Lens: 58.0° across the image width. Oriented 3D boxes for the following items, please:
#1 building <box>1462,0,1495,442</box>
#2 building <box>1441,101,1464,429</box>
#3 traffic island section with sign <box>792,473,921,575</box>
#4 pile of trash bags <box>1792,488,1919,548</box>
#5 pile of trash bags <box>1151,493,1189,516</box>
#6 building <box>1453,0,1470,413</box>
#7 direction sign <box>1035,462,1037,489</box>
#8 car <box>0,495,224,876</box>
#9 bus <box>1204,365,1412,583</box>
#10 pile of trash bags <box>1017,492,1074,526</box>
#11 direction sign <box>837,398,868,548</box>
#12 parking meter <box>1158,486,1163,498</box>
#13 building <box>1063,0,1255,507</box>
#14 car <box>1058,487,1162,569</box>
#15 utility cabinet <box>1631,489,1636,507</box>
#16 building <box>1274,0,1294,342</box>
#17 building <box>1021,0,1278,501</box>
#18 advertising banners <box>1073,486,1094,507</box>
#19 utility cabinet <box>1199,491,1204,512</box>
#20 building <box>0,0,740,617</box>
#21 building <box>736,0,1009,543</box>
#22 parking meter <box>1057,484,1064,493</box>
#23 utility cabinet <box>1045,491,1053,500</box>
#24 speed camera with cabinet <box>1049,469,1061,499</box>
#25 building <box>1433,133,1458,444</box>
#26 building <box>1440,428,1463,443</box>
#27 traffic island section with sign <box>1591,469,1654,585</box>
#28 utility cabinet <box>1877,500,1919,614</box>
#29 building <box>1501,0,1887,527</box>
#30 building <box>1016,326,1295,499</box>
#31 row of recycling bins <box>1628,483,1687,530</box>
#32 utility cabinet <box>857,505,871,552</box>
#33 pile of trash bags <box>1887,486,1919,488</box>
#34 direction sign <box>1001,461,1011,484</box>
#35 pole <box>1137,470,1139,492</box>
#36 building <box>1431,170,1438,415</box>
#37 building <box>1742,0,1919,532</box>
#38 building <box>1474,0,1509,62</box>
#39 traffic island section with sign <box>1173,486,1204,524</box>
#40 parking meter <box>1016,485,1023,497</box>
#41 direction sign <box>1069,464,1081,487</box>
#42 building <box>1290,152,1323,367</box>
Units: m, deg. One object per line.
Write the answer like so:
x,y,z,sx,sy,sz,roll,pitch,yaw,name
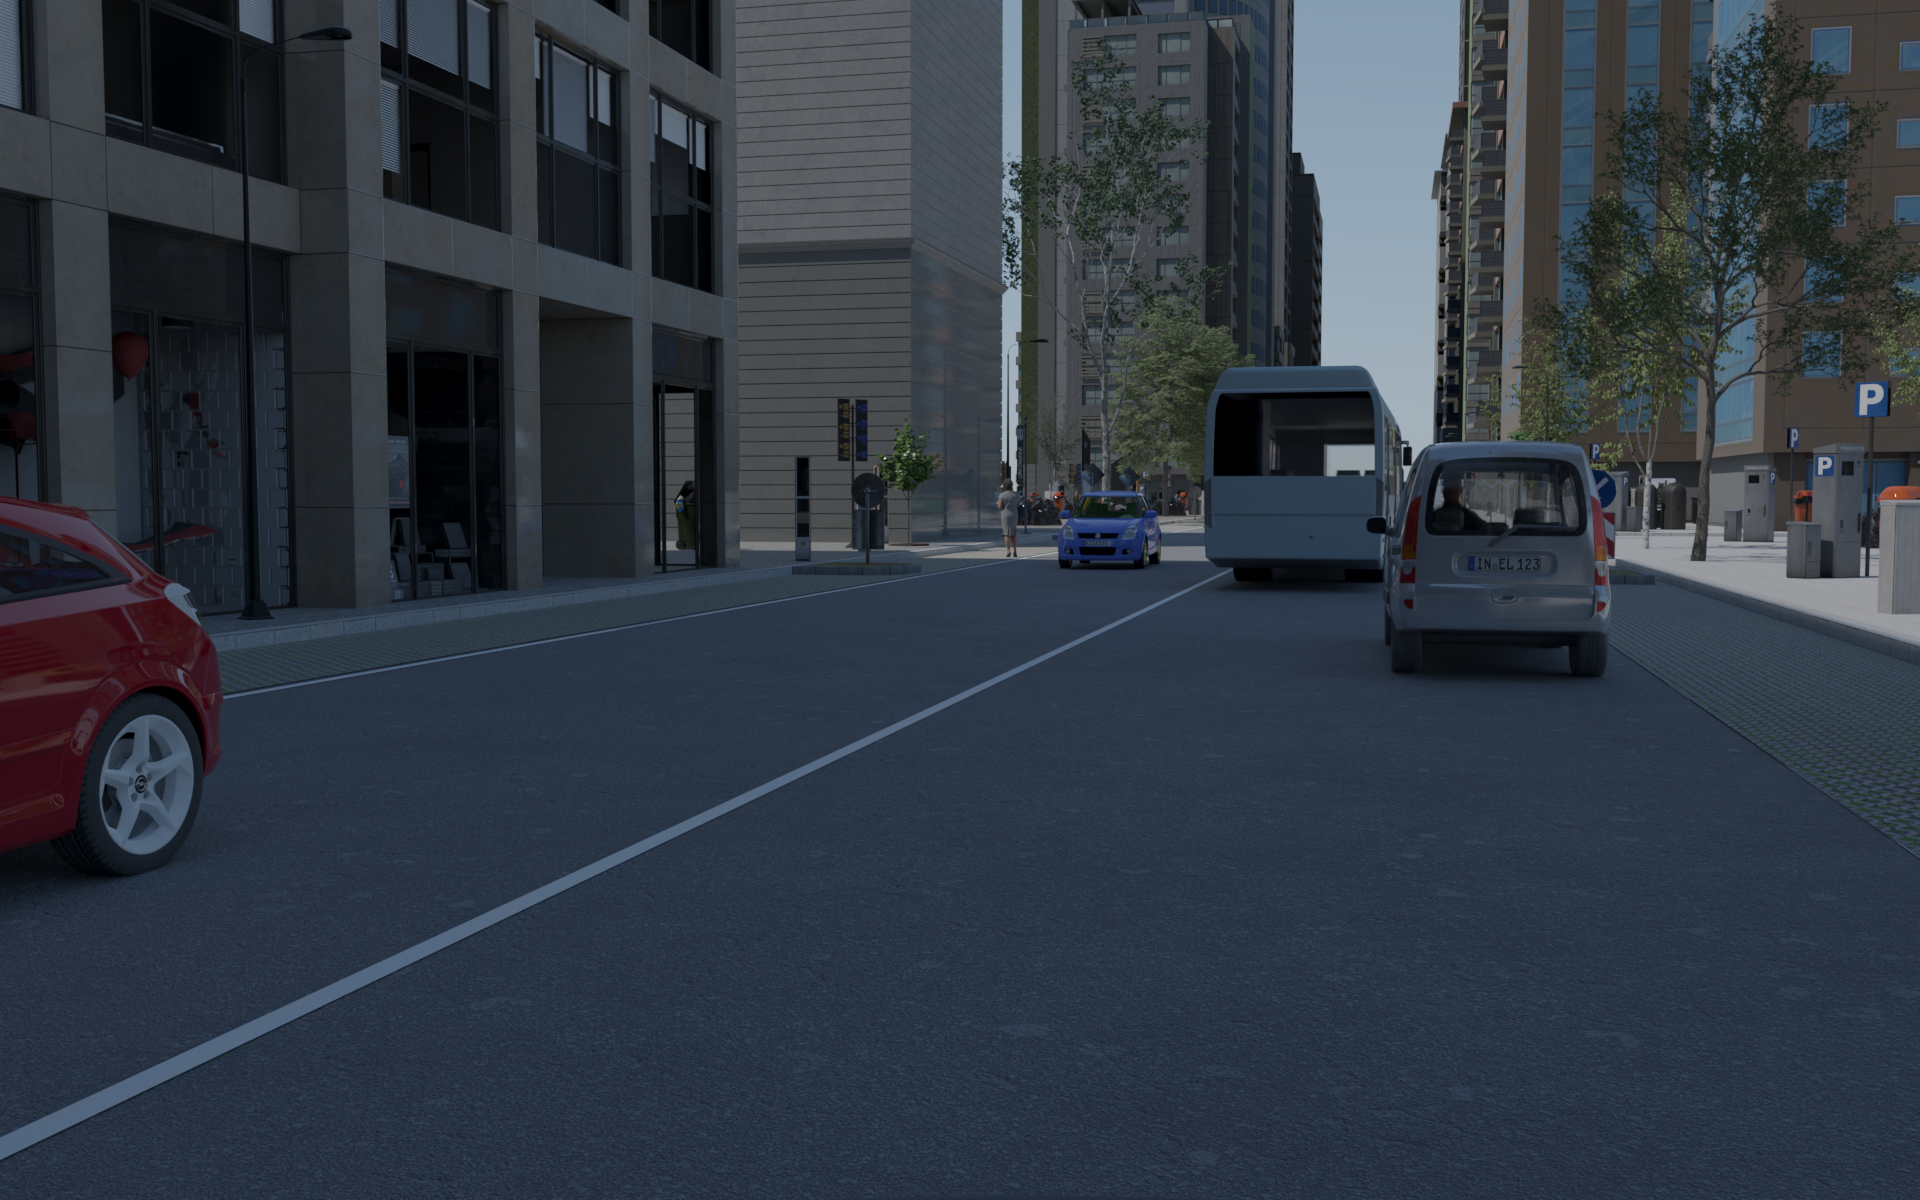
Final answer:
47.483,-27.781,137.816,14.154,41.232,14.086,1,4,14,building
64.392,-32.681,188.963,22.147,44.769,28.867,1,4,14,building
-1.780,-1.386,31.290,1.989,1.847,2.006,1,4,14,traffic island section with sign
21.789,-1.936,41.408,3.447,1.369,1.912,1,4,23,pile of trash bags
12.656,-5.699,102.924,1.912,1.369,3.447,2,4,34,pile of trash bags
71.709,-47.821,220.117,20.563,71.187,20.611,1,4,14,building
5.411,-8.028,123.253,0.379,3.537,0.876,0,4,6,direction sign
-4.235,0.229,5.301,2.155,1.783,4.494,1,4,13,car
6.570,-2.233,31.371,2.948,3.499,13.247,1,4,15,bus
3.395,-3.768,71.352,1.912,1.369,3.447,2,4,31,pile of trash bags
-2.558,-3.017,41.327,0.876,3.537,0.379,-3,5,-41,direction sign
14.673,-7.399,126.687,0.399,1.863,0.255,1,4,18,parking meter
16.878,-28.226,145.085,14.154,41.232,14.086,1,4,14,building
3.001,-1.518,34.410,1.945,1.707,3.694,1,4,13,car
28.931,-4.041,74.749,1.173,1.500,0.318,2,4,34,utility cabinet
35.481,-48.374,229.166,20.563,71.187,20.611,1,4,14,building
18.655,-38.158,165.876,21.231,58.520,28.212,1,4,14,building
8.181,-7.216,114.161,0.090,3.025,2.074,-3,5,-41,advertising banners
17.805,-7.139,125.401,0.318,1.500,1.173,-3,5,-39,utility cabinet
-17.336,-12.927,15.878,19.350,26.468,34.151,1,4,14,building
-14.226,-16.879,53.465,29.804,29.767,11.434,1,4,14,building
6.038,-5.998,103.774,0.399,1.863,0.255,-1,4,-22,parking meter
6.858,-7.384,129.407,0.318,1.500,1.173,-3,5,-44,utility cabinet
7.043,-8.158,127.716,0.660,3.252,2.038,1,4,13,speed camera with cabinet
82.222,-39.974,242.808,28.713,52.752,27.495,1,4,14,building
56.534,-51.736,158.548,22.319,86.520,31.000,1,4,14,building
10.169,-1.204,28.310,1.989,1.847,2.006,1,4,14,traffic island section with sign
10.426,-0.454,18.584,1.020,1.237,0.306,0,4,-5,utility cabinet
33.303,-26.358,81.057,14.600,45.320,14.200,1,4,14,building
22.842,-21.425,195.337,27.650,21.520,28.899,1,4,14,building
24.401,-3.402,62.731,3.534,1.692,1.069,1,4,21,row of recycling bins
-2.164,-1.692,38.831,0.306,1.237,1.020,0,4,-5,utility cabinet
11.897,-0.647,20.329,3.447,1.369,1.912,-2,4,-31,pile of trash bags
3.104,-7.748,118.676,0.379,3.537,0.876,2,4,33,direction sign
12.232,-7.659,119.069,0.158,3.312,0.155,0,3,0,pole
88.093,-41.614,269.630,28.713,52.752,27.495,1,4,14,building
35.796,-25.222,62.490,14.200,45.320,14.600,1,4,14,building
43.888,-27.780,108.821,22.147,44.769,28.867,1,4,14,building
11.487,-4.637,84.447,1.989,1.847,2.006,1,4,14,traffic island section with sign
3.696,-6.235,107.645,0.399,1.863,0.255,-1,4,-13,parking meter
8.628,-8.434,129.885,0.876,3.537,0.379,0,4,7,direction sign
40.492,-38.325,250.321,21.300,48.544,21.600,1,4,14,building
